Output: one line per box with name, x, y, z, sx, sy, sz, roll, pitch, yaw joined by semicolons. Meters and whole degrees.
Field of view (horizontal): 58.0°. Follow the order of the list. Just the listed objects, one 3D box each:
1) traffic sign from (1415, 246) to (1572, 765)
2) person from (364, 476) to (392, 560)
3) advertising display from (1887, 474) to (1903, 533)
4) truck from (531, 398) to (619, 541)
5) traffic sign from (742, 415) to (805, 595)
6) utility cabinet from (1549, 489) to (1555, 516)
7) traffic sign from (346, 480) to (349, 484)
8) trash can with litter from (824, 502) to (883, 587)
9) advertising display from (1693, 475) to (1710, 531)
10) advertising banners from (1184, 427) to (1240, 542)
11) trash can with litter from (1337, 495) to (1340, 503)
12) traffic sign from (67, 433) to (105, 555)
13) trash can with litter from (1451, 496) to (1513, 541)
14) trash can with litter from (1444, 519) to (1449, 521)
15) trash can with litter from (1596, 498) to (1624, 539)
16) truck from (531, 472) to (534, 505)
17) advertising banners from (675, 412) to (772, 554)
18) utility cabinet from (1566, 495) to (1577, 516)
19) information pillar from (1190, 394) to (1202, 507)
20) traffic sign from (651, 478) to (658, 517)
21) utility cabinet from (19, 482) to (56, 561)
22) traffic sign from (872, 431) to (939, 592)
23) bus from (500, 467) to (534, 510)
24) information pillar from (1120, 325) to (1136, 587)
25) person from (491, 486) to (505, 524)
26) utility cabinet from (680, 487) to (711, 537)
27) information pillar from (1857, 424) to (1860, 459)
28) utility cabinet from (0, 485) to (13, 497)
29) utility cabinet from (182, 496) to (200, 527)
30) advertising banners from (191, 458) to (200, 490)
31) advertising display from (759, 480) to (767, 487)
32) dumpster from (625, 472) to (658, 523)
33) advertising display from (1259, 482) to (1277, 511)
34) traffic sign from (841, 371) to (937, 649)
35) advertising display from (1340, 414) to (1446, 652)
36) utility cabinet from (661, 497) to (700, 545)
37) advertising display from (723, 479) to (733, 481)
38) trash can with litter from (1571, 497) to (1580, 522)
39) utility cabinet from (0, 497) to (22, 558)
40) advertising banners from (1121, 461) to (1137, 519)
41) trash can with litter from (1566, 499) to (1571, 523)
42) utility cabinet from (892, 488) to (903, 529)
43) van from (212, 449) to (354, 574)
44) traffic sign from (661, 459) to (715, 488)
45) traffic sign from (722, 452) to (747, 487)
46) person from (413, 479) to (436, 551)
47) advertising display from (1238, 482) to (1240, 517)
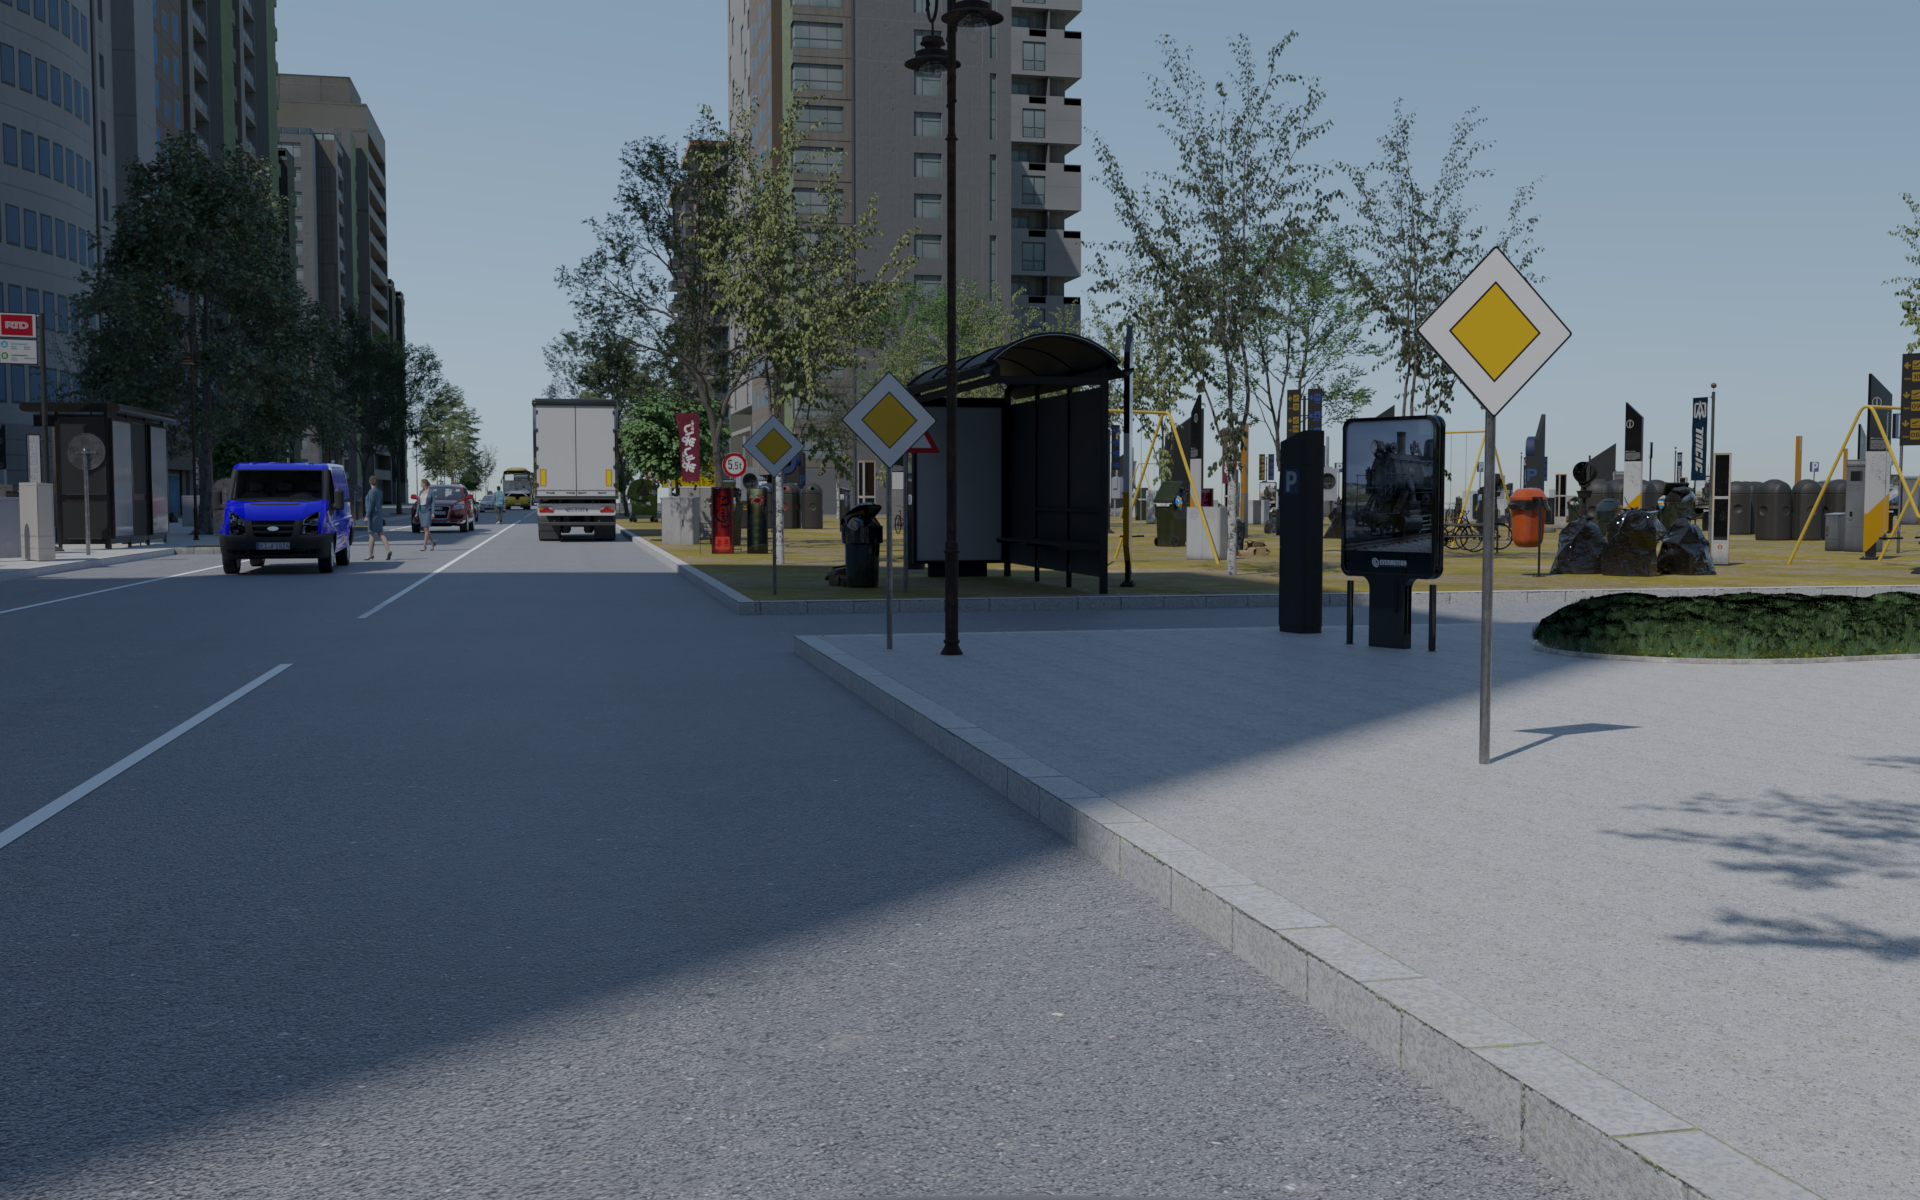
traffic sign;2.490;-0.427;8.161;0.795;2.450;0.064;-1;4;-12
person;-12.577;-1.762;37.329;0.654;1.822;0.581;2;4;27
advertising display;30.199;-3.130;56.389;0.974;1.923;0.123;0;4;-8
truck;-12.455;-4.125;56.357;2.839;4.237;11.283;-1;4;-12
traffic sign;-2.371;-1.127;22.072;0.795;2.450;0.064;-1;4;-13
utility cabinet;27.878;-4.432;81.150;0.318;1.500;1.173;0;4;7
traffic sign;-32.124;-5.487;89.714;0.884;2.594;0.081;0;4;-7
trash can with litter;-1.527;-0.770;23.977;0.624;1.170;1.055;-3;4;-37
advertising display;25.881;-3.344;59.884;0.974;1.923;0.123;1;4;9
advertising banners;6.473;-3.042;45.920;2.074;3.025;0.090;2;4;34
trash can with litter;22.101;-5.439;99.985;2.233;1.210;1.678;-2;4;-28
traffic sign;-18.280;-2.210;36.246;0.768;2.556;0.104;0;4;-6
trash can with litter;14.986;-2.249;47.821;2.233;1.210;1.678;0;4;-6
trash can with litter;23.603;-4.385;82.757;2.233;1.210;1.678;3;5;39
trash can with litter;16.167;-1.954;43.330;0.624;1.170;1.055;3;5;41
truck;-56.401;-14.383;224.068;2.839;4.237;11.283;-1;4;-12
advertising banners;-5.059;-2.500;37.062;2.074;3.025;0.090;0;4;4
utility cabinet;33.978;-5.249;96.988;1.020;1.237;0.306;0;4;5
information pillar;5.569;-3.029;40.877;0.183;3.616;0.504;-1;4;-14
traffic sign;-14.547;-5.032;82.386;0.768;2.556;0.104;0;4;-8
utility cabinet;-17.724;-1.505;33.285;0.318;1.500;1.173;-3;5;-42
traffic sign;-0.708;-1.380;22.568;0.884;2.594;0.081;-1;4;-11
bus;-41.295;-10.388;161.397;2.896;3.916;12.252;-1;4;-15
information pillar;2.313;-1.987;23.836;0.183;3.616;0.504;1;4;11
person;-21.795;-4.483;81.808;0.660;1.820;0.620;-3;4;-37
utility cabinet;-7.588;-2.575;50.773;1.173;1.500;0.318;-1;4;-13
information pillar;30.108;-4.070;57.896;0.504;3.616;0.183;-3;5;-40
utility cabinet;-22.668;-1.950;40.564;0.318;1.500;1.173;0;4;3
utility cabinet;-30.290;-3.518;68.678;1.020;1.237;0.306;-2;4;-23
advertising banners;-36.464;-5.365;83.901;0.090;3.025;2.074;1;4;18
advertising display;-9.322;-4.653;81.293;0.974;1.923;0.123;3;5;40
dumpster;-14.337;-4.640;78.356;1.502;2.255;1.985;-1;4;-13
advertising display;16.203;-5.254;91.117;0.974;1.923;0.123;3;4;38
traffic sign;-0.586;-0.651;14.288;0.795;2.450;0.064;-1;4;-13
advertising display;3.593;-0.563;14.426;0.123;1.923;0.974;-3;4;-38
utility cabinet;-7.132;-2.019;44.165;1.020;1.237;0.306;2;4;30
advertising display;-9.802;-4.233;74.425;0.974;1.923;0.123;-2;4;-24
trash can with litter;26.541;-3.773;73.078;1.055;1.170;0.624;0;4;-8
utility cabinet;-19.305;-1.435;34.624;0.306;1.237;1.020;2;4;34
advertising banners;8.863;-5.769;90.511;0.090;3.025;2.074;2;4;27
trash can with litter;27.418;-4.070;77.928;0.624;1.170;1.055;-1;4;-21
utility cabinet;-2.095;-3.302;62.667;1.173;1.500;0.318;-3;5;-42
van;-12.762;-1.748;32.962;2.240;2.365;5.245;-1;4;-15
traffic sign;-10.896;-4.648;69.866;2.265;3.308;0.079;0;4;-5
traffic sign;-6.904;-3.241;53.102;0.768;2.556;0.104;-1;4;-12
person;-13.434;-2.153;43.718;0.581;1.822;0.654;2;4;34
advertising display;15.155;-5.523;95.521;0.123;1.923;0.974;3;4;37
